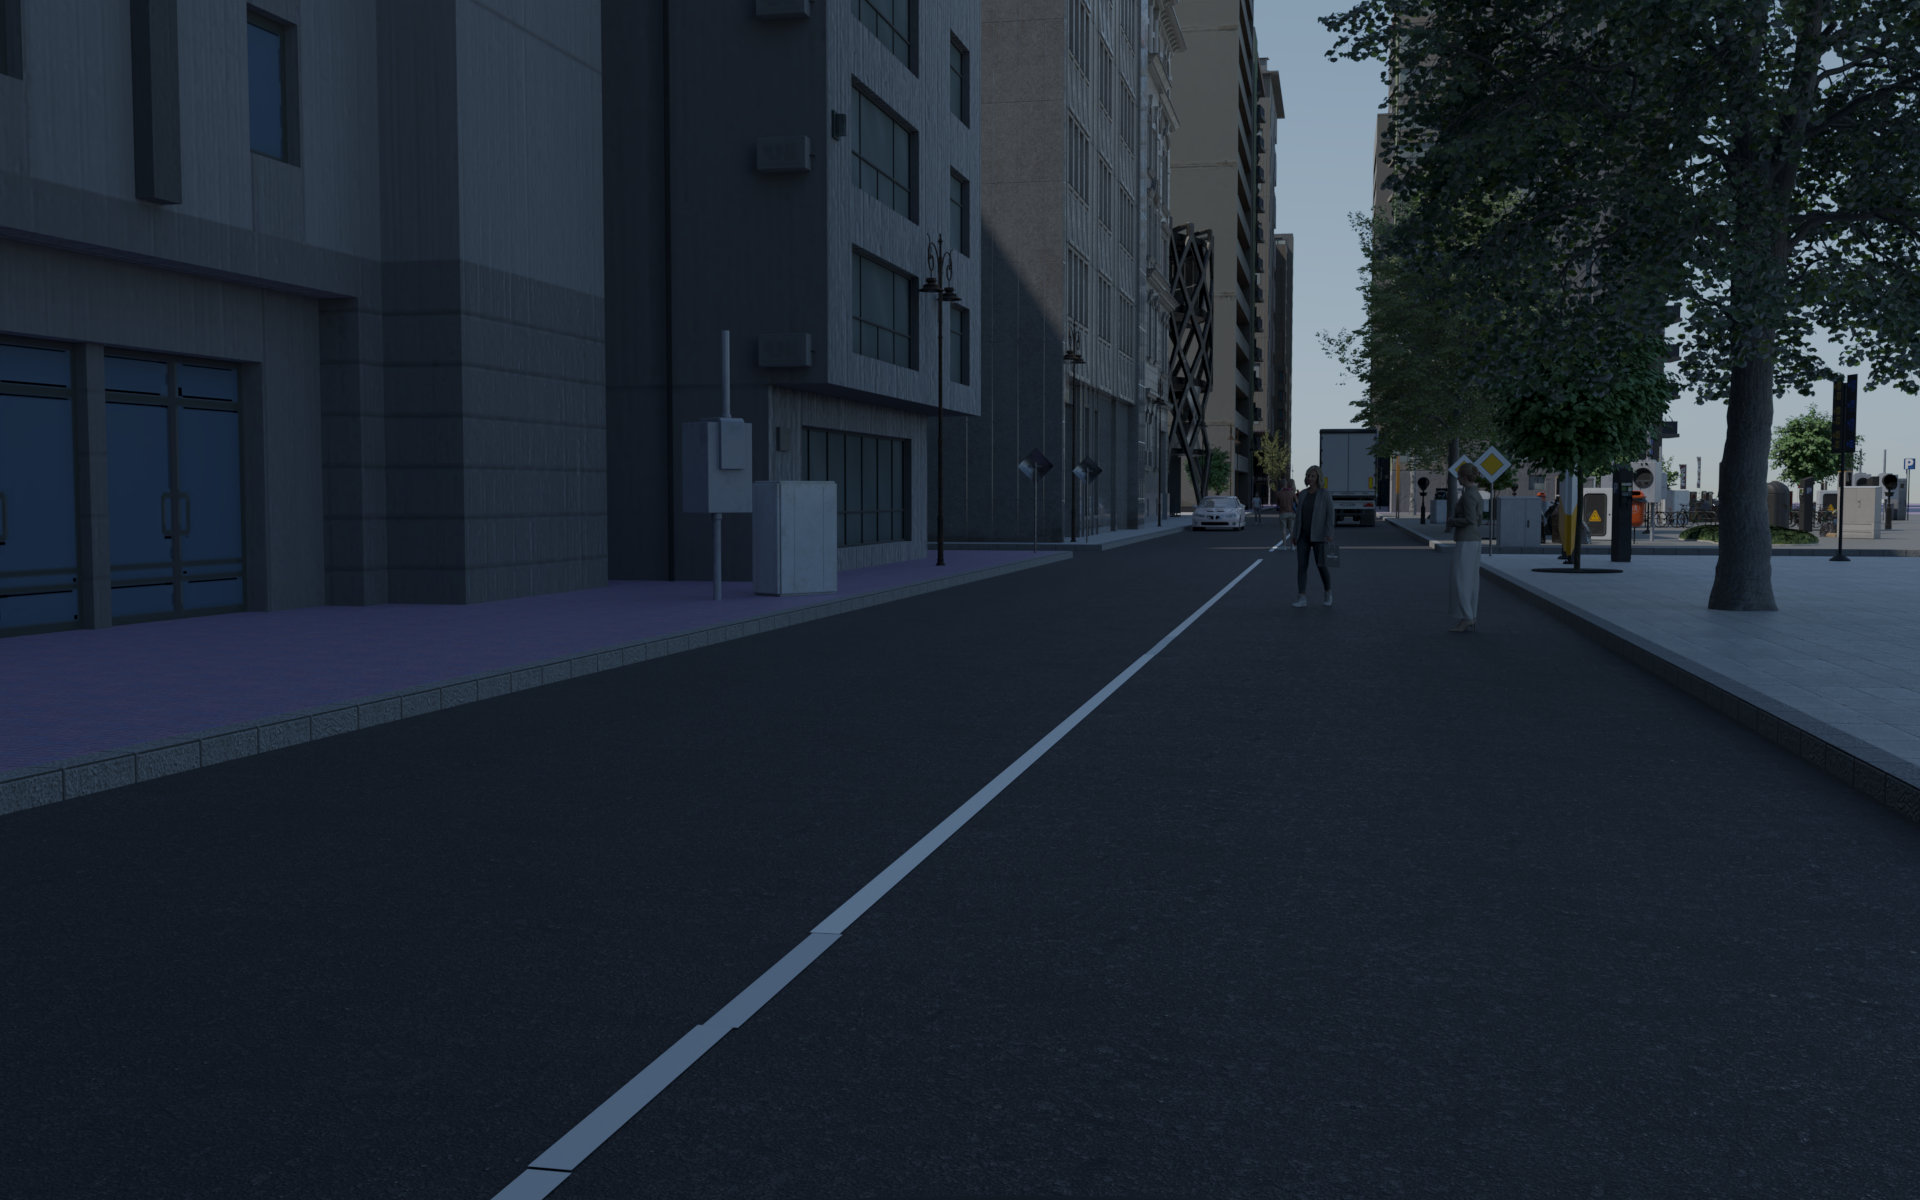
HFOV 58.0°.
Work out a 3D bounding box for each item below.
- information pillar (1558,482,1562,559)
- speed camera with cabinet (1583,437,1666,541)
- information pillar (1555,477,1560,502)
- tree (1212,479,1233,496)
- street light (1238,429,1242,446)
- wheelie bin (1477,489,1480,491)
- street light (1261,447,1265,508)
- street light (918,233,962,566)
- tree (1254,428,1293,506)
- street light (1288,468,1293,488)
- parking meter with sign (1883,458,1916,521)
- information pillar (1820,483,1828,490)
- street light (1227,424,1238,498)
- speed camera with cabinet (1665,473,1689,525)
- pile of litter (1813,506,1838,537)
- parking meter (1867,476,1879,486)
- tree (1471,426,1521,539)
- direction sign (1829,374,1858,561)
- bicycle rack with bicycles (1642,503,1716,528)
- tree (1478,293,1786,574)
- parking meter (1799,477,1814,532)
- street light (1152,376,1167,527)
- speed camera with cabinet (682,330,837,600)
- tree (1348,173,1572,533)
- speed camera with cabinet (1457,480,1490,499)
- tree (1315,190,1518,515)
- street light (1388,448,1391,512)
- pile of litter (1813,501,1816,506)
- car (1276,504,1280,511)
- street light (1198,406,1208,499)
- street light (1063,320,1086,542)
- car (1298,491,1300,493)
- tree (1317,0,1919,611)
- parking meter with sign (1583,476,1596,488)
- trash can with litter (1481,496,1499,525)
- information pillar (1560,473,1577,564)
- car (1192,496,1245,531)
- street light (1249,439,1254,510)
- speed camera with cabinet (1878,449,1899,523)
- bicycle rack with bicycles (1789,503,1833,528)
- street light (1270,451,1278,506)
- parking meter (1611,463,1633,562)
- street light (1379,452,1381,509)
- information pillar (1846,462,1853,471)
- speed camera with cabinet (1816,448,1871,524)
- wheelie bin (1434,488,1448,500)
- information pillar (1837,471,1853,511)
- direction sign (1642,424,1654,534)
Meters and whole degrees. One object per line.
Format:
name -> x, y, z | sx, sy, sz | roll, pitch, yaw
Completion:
information pillar -> 11.880, -2.608, 33.990 | 0.183, 3.616, 0.504 | 0, 4, 6
speed camera with cabinet -> 18.074, -3.248, 47.433 | 2.038, 3.252, 0.660 | 3, 4, 38
information pillar -> 25.735, -4.269, 74.290 | 0.304, 2.012, 0.304 | 3, 5, 44
tree -> 17.777, -7.549, 118.022 | 1.663, 3.219, 1.824 | 0, 3, 0
street light -> 19.296, -9.033, 120.479 | 0.468, 5.910, 1.993 | 1, 4, 12
wheelie bin -> 33.972, -6.521, 114.521 | 0.980, 1.594, 0.693 | 0, 4, 6
street light -> 28.907, -11.772, 165.262 | 0.468, 5.910, 1.993 | 1, 4, 12
street light -> -0.349, -3.555, 30.913 | 0.468, 5.910, 1.993 | 1, 4, 12
tree -> 34.933, -14.894, 193.879 | 4.737, 8.622, 4.395 | 0, 3, 0
street light -> 51.745, -18.146, 269.469 | 0.468, 5.910, 1.993 | 1, 4, 12
parking meter with sign -> 45.535, -5.369, 84.048 | 1.738, 3.016, 0.543 | -2, 4, -29
information pillar -> 55.486, -6.531, 111.274 | 0.304, 2.012, 0.304 | -2, 4, -28
street light -> 17.610, -8.556, 112.677 | 0.468, 5.910, 1.993 | 1, 4, 12
speed camera with cabinet -> 29.664, -4.787, 72.599 | 2.038, 3.252, 0.660 | -2, 4, -28
pile of litter -> 26.649, -2.331, 52.085 | 1.719, 0.858, 1.176 | 0, 4, 4
parking meter -> 29.868, -3.118, 56.698 | 0.255, 1.863, 0.399 | 0, 4, 5
tree -> 15.112, -3.350, 49.371 | 1.663, 3.219, 1.824 | 0, 3, 0
direction sign -> 16.854, -2.512, 33.072 | 0.379, 3.537, 0.876 | 0, 4, 1
bicycle rack with bicycles -> 27.488, -3.217, 65.981 | 2.852, 0.926, 2.925 | -2, 4, -27
tree -> 10.130, -2.738, 28.479 | 4.285, 4.588, 4.351 | 0, 3, 0
parking meter -> 28.552, -3.226, 58.450 | 0.399, 1.863, 0.255 | -1, 4, -9
street light -> 7.879, -5.840, 68.275 | 0.468, 5.910, 1.993 | 1, 4, 12
speed camera with cabinet -> -2.487, -1.672, 21.670 | 2.038, 3.252, 0.660 | -3, 5, -45
tree -> 16.792, -8.506, 57.203 | 7.486, 12.596, 7.792 | 0, 3, 0
speed camera with cabinet -> 27.464, -6.014, 92.662 | 2.038, 3.252, 0.660 | 1, 4, 16
tree -> 28.013, -15.216, 104.677 | 12.611, 20.169, 13.585 | 0, 3, 0
street light -> 30.568, -9.198, 123.176 | 0.468, 5.910, 1.993 | 1, 4, 12
pile of litter -> 53.336, -5.718, 107.450 | 1.719, 0.858, 1.176 | -2, 4, -27
car -> 28.037, -8.492, 148.436 | 1.945, 1.707, 3.694 | 1, 4, 14
street light -> 12.698, -7.205, 90.584 | 0.468, 5.910, 1.993 | 1, 4, 12
street light -> 3.031, -4.484, 46.108 | 0.468, 5.910, 1.993 | 1, 4, 12
car -> 40.305, -11.852, 202.447 | 2.281, 1.827, 5.304 | 1, 4, 11
tree -> 8.813, -6.866, 18.914 | 9.857, 13.997, 8.962 | 0, 3, 0
parking meter with sign -> 27.187, -4.825, 75.153 | 1.738, 3.016, 0.543 | 2, 4, 31
trash can with litter -> 21.777, -3.716, 71.822 | 2.233, 1.210, 1.678 | 1, 4, 12
information pillar -> 11.261, -2.468, 31.712 | 0.183, 3.616, 0.504 | 3, 5, 40
car -> 10.290, -3.445, 68.693 | 2.083, 1.381, 4.827 | 1, 4, 13
street light -> 24.041, -10.399, 142.803 | 0.468, 5.910, 1.993 | 1, 4, 12
speed camera with cabinet -> 40.373, -5.009, 76.231 | 2.038, 3.252, 0.660 | -2, 4, -25
bicycle rack with bicycles -> 35.135, -3.601, 72.263 | 2.852, 0.926, 2.925 | 1, 4, 22
street light -> 33.779, -13.124, 187.364 | 0.468, 5.910, 1.993 | 1, 4, 12
parking meter -> 12.493, -1.650, 32.683 | 0.255, 1.863, 0.399 | 0, 4, -3
street light -> 35.277, -10.552, 145.313 | 0.468, 5.910, 1.993 | 1, 4, 12
information pillar -> 41.498, -5.484, 81.019 | 0.504, 3.616, 0.183 | 0, 4, 5
speed camera with cabinet -> 38.290, -4.936, 75.039 | 2.038, 3.252, 0.660 | 1, 4, 13
wheelie bin -> 24.950, -4.998, 89.627 | 0.980, 1.594, 0.693 | 2, 4, 34
information pillar -> 28.442, -3.131, 55.685 | 0.304, 2.012, 0.304 | -1, 4, -15
direction sign -> 22.312, -3.919, 56.079 | 0.379, 3.537, 0.876 | 1, 4, 8
